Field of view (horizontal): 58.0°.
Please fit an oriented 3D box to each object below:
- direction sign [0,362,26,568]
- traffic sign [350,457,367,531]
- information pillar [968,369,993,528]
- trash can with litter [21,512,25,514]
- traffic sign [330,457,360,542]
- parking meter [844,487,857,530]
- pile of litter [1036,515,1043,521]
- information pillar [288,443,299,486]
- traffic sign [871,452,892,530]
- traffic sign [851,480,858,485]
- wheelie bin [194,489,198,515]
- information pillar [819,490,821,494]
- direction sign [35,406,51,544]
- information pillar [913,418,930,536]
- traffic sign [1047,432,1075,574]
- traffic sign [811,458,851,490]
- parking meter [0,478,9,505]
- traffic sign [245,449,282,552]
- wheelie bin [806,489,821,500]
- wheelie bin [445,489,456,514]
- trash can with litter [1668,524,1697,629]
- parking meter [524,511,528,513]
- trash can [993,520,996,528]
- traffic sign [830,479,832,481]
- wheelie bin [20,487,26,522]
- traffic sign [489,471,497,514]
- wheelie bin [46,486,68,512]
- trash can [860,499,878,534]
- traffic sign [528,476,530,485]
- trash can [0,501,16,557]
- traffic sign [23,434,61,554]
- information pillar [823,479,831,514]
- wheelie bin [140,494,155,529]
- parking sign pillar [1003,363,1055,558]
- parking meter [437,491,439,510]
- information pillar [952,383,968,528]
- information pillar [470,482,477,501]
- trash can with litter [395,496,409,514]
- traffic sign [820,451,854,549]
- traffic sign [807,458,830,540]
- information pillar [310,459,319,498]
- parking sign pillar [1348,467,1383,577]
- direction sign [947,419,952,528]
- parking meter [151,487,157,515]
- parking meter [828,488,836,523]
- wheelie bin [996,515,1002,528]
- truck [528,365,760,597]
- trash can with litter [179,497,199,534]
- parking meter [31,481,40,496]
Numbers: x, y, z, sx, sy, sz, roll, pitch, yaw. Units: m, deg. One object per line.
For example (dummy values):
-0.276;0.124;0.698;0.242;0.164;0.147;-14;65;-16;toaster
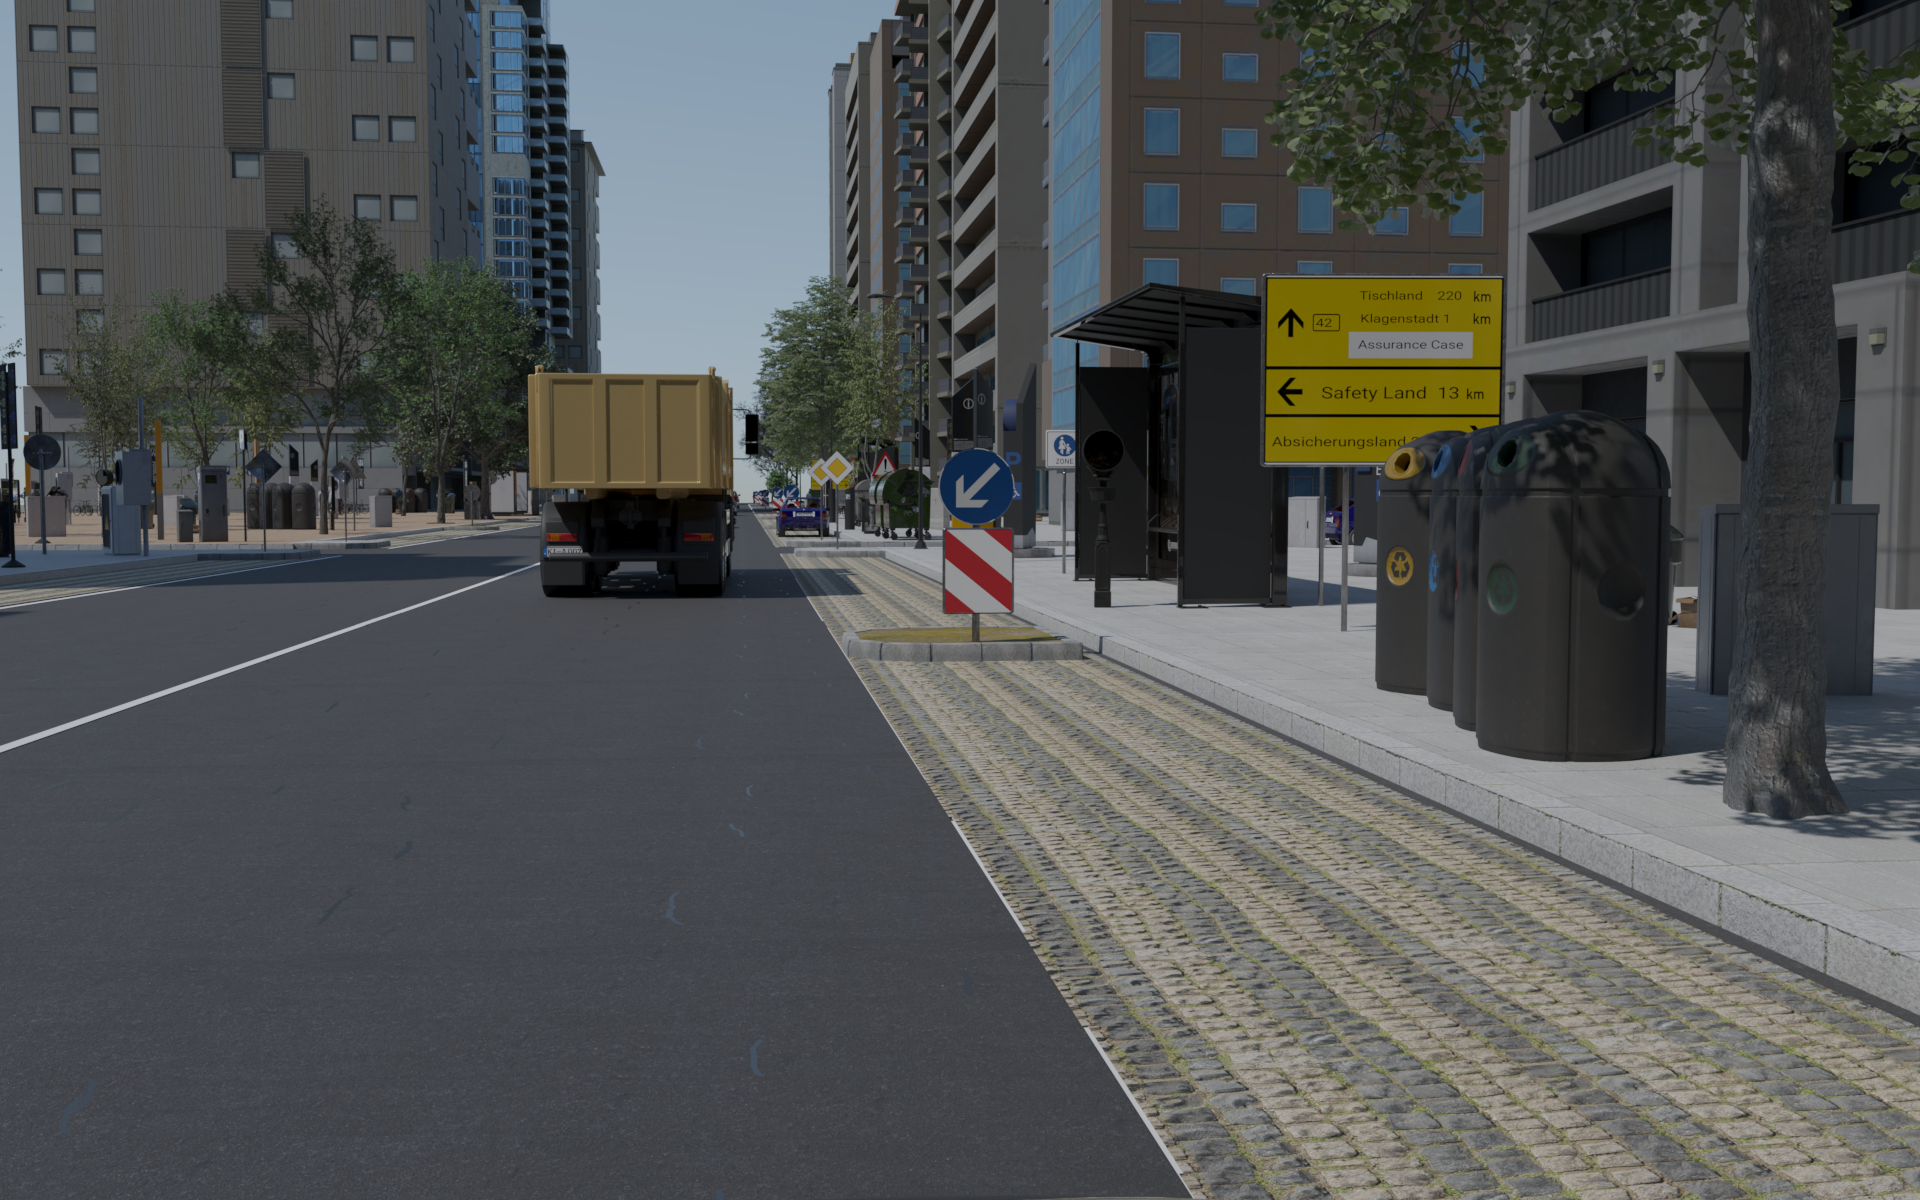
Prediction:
-16.547;-2.335;30.171;0.379;3.537;0.876;-3;5;-44;direction sign
-21.071;-3.682;60.208;0.884;2.594;0.081;0;4;1;traffic sign
0.429;-2.522;32.587;0.183;3.616;0.504;3;5;42;information pillar
-61.439;-6.208;112.554;1.678;1.210;2.233;-3;5;-41;trash can with litter
-16.491;-2.620;46.478;0.795;2.450;0.064;0;4;-7;traffic sign
-3.956;-3.287;62.155;0.372;1.533;0.369;0;3;0;parking meter
3.348;-4.093;80.893;1.719;0.858;1.176;-1;4;-20;pile of litter
-30.886;-5.441;80.320;0.183;3.616;0.504;3;4;37;information pillar
-2.281;-3.250;53.140;0.884;2.594;0.081;0;4;1;traffic sign
-6.274;-6.057;99.041;0.884;2.594;0.081;0;4;-2;traffic sign
-45.862;-5.920;104.699;0.693;1.594;0.980;2;4;28;wheelie bin
-9.814;-7.041;119.617;0.304;2.012;0.304;3;5;40;information pillar
-23.826;-3.235;44.883;0.379;3.537;0.876;-1;4;-19;direction sign
-1.156;-3.751;52.687;0.504;3.616;0.183;0;4;7;information pillar
1.674;-1.571;27.812;0.606;2.300;0.079;0;4;-5;traffic sign
-7.360;-6.402;98.550;2.265;3.308;0.079;0;4;-5;traffic sign
-35.398;-3.579;64.232;0.255;1.863;0.399;-2;4;-35;parking meter
-15.492;-2.135;38.556;0.795;2.450;0.064;0;4;-7;traffic sign
-8.502;-5.657;100.407;0.980;1.594;0.693;-2;4;-34;wheelie bin
-33.579;-6.474;113.762;0.980;1.594;0.693;1;4;11;wheelie bin
6.965;-0.335;16.868;0.624;1.170;1.055;-3;5;-41;trash can with litter
-28.875;-6.515;114.925;0.372;1.533;0.369;0;3;0;parking meter
0.541;-1.768;40.554;0.748;1.137;0.748;0;3;0;trash can
-5.326;-4.563;74.708;0.768;2.556;0.104;0;4;-7;traffic sign
-42.164;-4.328;78.665;0.980;1.594;0.693;-1;4;-20;wheelie bin
-25.910;-5.838;95.563;0.768;2.556;0.104;0;4;-6;traffic sign
-36.380;-3.786;69.804;0.693;1.594;0.980;0;4;-2;wheelie bin
-2.873;-2.702;55.825;0.748;1.137;0.748;0;3;0;trash can
-28.004;-6.939;113.565;0.768;2.556;0.104;0;4;2;traffic sign
-19.578;-1.438;35.166;0.748;1.137;0.748;0;3;0;trash can
-19.475;-2.242;36.770;0.768;2.556;0.104;0;4;-7;traffic sign
-6.433;-4.861;83.974;0.304;2.012;0.304;-1;4;-22;information pillar
-29.978;-3.399;63.483;0.693;1.594;0.980;0;4;-2;wheelie bin
1.217;-2.857;35.184;1.447;3.967;1.447;1;4;14;parking sign pillar
-34.725;-6.555;115.589;0.372;1.533;0.369;0;3;0;parking meter
0.090;-2.629;34.331;0.504;3.616;0.183;-1;4;-9;information pillar
-29.692;-6.191;105.711;0.304;2.012;0.304;-3;4;-37;information pillar
-35.425;-6.021;109.835;0.624;1.170;1.055;0;4;3;trash can with litter
-2.845;-2.231;40.125;0.795;2.450;0.064;0;4;-7;traffic sign
-3.844;-2.716;48.048;0.795;2.450;0.064;0;4;-7;traffic sign
-42.804;-7.557;114.918;0.504;3.616;0.183;-3;5;-39;information pillar
6.808;-2.366;27.162;1.447;3.967;1.447;-2;4;-32;parking sign pillar
-0.225;-3.701;52.500;0.379;3.537;0.876;1;4;20;direction sign
-49.357;-6.141;106.111;0.399;1.863;0.255;1;4;22;parking meter
-5.694;-4.213;77.288;0.372;1.533;0.369;0;3;0;parking meter
0.999;-2.929;55.796;0.980;1.594;0.693;0;4;-3;wheelie bin
-4.984;-1.956;27.899;3.469;3.379;9.791;0;4;-6;truck
-25.046;-2.760;56.518;1.055;1.170;0.624;3;5;45;trash can with litter
-40.846;-4.333;76.548;0.399;1.863;0.255;2;4;28;parking meter
